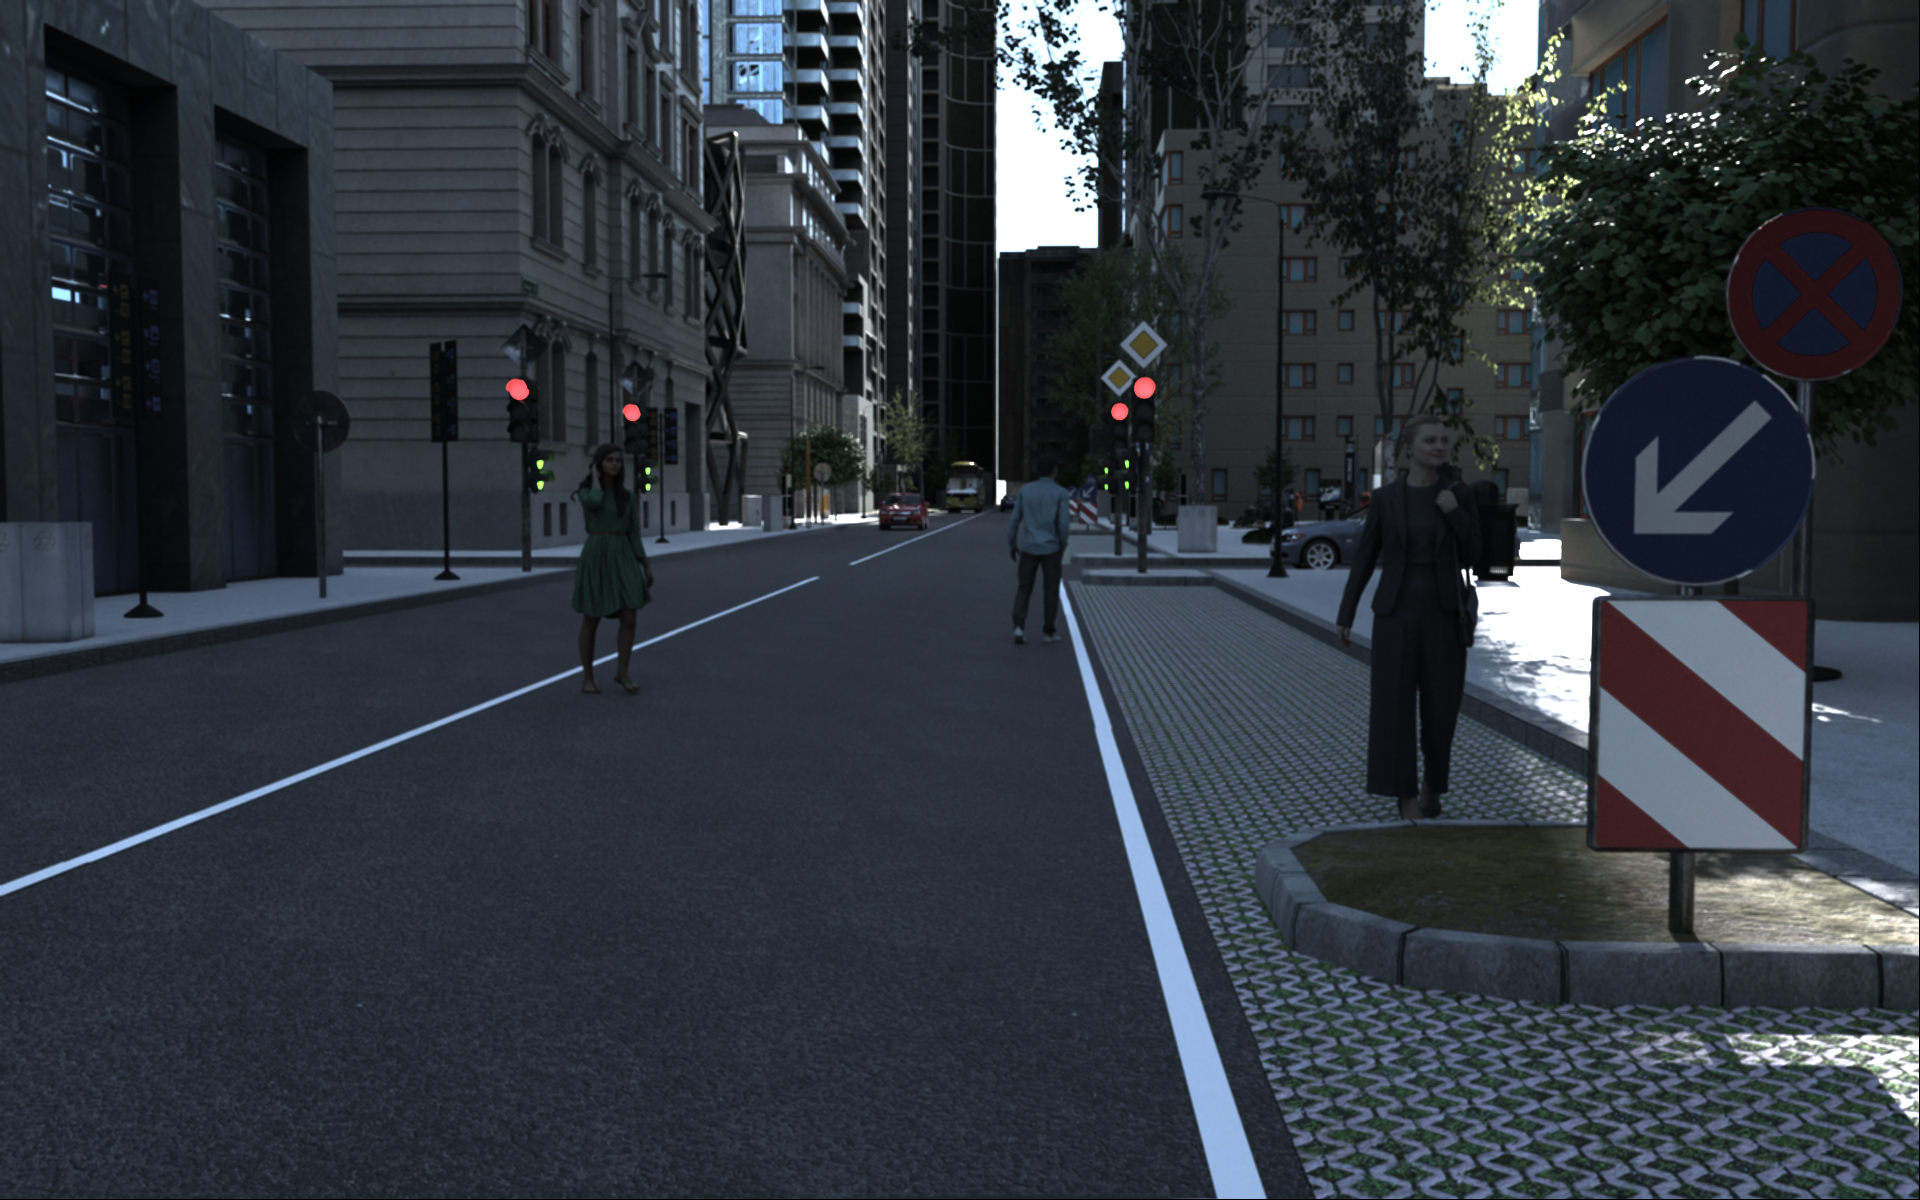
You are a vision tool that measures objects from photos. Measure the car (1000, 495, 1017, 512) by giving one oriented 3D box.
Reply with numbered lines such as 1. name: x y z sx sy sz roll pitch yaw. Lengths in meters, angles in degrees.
1. car: 4.179 -7.786 139.888 1.945 1.354 3.894 0 4 4

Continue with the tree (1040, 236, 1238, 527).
1. tree: 6.915 -8.745 68.734 9.928 11.665 9.643 0 3 0

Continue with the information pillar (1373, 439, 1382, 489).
1. information pillar: 17.626 -5.006 73.201 0.504 3.616 0.183 -3 5 -40

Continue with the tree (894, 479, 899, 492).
1. tree: -4.707 -7.257 113.253 1.663 3.219 1.824 0 3 0

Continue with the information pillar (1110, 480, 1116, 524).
1. information pillar: 6.595 -4.258 74.109 0.304 2.012 0.304 1 4 15

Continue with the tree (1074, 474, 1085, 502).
1. tree: 10.334 -9.308 146.780 1.663 3.219 1.824 0 3 0

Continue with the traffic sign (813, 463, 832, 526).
1. traffic sign: -5.586 -4.292 70.275 0.768 2.556 0.104 1 4 10

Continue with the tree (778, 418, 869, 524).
1. tree: -6.142 -5.559 74.605 4.285 4.588 4.351 0 3 0

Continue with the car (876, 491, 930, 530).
1. car: -2.264 -3.734 70.084 2.155 1.783 4.494 0 4 2

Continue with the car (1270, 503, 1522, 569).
1. car: 7.993 -1.221 31.968 4.499 1.417 2.014 0 4 1

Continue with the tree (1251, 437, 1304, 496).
1. tree: 10.693 -3.941 59.044 1.663 3.219 1.824 0 3 0

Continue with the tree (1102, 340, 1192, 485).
1. tree: 8.626 -7.882 79.231 4.737 8.622 4.395 0 3 0

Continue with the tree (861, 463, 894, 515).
1. tree: -5.336 -6.854 106.660 1.663 3.219 1.824 0 3 0

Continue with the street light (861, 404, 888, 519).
1. street light: -4.409 -7.126 89.053 1.470 5.913 1.316 0 4 2

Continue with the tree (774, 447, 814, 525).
1. tree: -7.032 -4.671 70.975 1.663 3.219 1.824 0 3 0

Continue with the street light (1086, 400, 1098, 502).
1. street light: 6.865 -6.866 84.802 1.470 5.913 1.316 0 4 2

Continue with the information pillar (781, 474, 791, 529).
1. information pillar: -6.463 -3.673 64.545 0.304 2.012 0.304 3 4 37

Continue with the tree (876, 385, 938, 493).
1. tree: -3.567 -10.235 117.705 4.360 8.622 3.978 0 3 0

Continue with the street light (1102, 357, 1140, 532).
1. street light: 5.540 -5.268 58.674 1.470 5.913 1.316 0 4 2

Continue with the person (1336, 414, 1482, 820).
1. person: 1.957 0.087 7.492 0.576 1.772 0.534 0 4 -7

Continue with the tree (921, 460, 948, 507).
1. tree: -2.075 -11.244 167.547 4.285 4.588 4.351 0 3 0

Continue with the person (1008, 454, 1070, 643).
1. person: 0.743 -0.500 16.692 0.660 1.820 0.620 1 4 20

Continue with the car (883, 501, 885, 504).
1. car: -2.582 -4.329 80.367 1.945 1.707 3.694 0 4 2

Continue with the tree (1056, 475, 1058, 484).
1. tree: 11.753 -12.091 181.403 4.285 4.588 4.351 0 3 0

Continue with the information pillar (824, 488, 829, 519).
1. information pillar: -6.857 -5.155 88.772 0.304 2.012 0.304 0 4 -7

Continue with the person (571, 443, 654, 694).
1. person: -2.525 -0.226 12.449 0.529 1.795 0.600 3 5 42

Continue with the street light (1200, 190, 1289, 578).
1. street light: 4.374 -3.309 26.639 1.470 5.913 1.316 0 4 2

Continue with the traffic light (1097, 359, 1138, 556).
1. traffic light: 3.289 -2.886 36.104 0.839 4.253 0.868 0 4 2

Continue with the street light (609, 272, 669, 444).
1. street light: -6.779 -3.906 36.404 1.470 5.913 1.316 0 4 2

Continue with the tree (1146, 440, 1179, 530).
1. tree: 7.456 -4.145 62.372 1.663 3.219 1.824 0 3 0

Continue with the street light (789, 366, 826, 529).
1. street light: -5.550 -5.528 62.918 1.470 5.913 1.316 0 4 2

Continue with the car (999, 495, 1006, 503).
1. car: 4.743 -9.244 163.498 2.083 1.381 4.827 0 4 1

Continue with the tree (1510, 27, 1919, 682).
1. tree: 5.621 -1.753 12.380 4.285 4.588 4.351 0 3 0

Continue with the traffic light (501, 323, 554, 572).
1. traffic light: -7.151 -2.423 28.536 0.839 4.253 0.868 0 4 2

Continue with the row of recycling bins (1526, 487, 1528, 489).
1. row of recycling bins: 27.838 -4.456 79.966 3.534 1.692 1.069 0 4 4

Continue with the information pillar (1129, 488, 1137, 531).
1. information pillar: 6.164 -3.459 61.042 0.304 2.012 0.304 2 4 32

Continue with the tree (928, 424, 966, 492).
1. tree: -1.260 -14.094 180.797 4.737 8.622 4.395 0 3 0

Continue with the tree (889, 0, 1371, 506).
1. tree: 5.058 -11.568 45.027 12.611 20.169 13.585 0 3 0

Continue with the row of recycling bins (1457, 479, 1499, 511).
1. row of recycling bins: 13.543 -2.547 48.763 3.534 1.692 1.069 -1 4 -20

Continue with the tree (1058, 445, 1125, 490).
1. tree: 9.663 -8.134 116.703 4.285 4.588 4.351 0 3 0

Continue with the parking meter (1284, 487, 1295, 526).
1. parking meter: 11.702 -3.249 61.527 0.372 1.533 0.369 0 3 0

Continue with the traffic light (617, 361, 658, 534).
1. traffic light: -6.814 -2.911 36.514 0.839 4.253 0.868 0 4 2

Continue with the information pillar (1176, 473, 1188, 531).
1. information pillar: 7.704 -3.404 60.147 0.304 2.012 0.304 -1 4 -14

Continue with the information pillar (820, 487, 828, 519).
1. information pillar: -6.895 -5.879 87.477 0.504 3.616 0.183 3 4 38

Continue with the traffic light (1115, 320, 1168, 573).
1. traffic light: 2.952 -2.398 28.126 0.839 4.253 0.868 0 4 2

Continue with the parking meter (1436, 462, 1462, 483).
1. parking meter: 8.097 -1.419 28.919 0.399 1.863 0.255 2 4 32

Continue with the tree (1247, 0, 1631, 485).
1. tree: 5.501 -4.328 21.130 4.360 8.622 3.978 0 3 0
